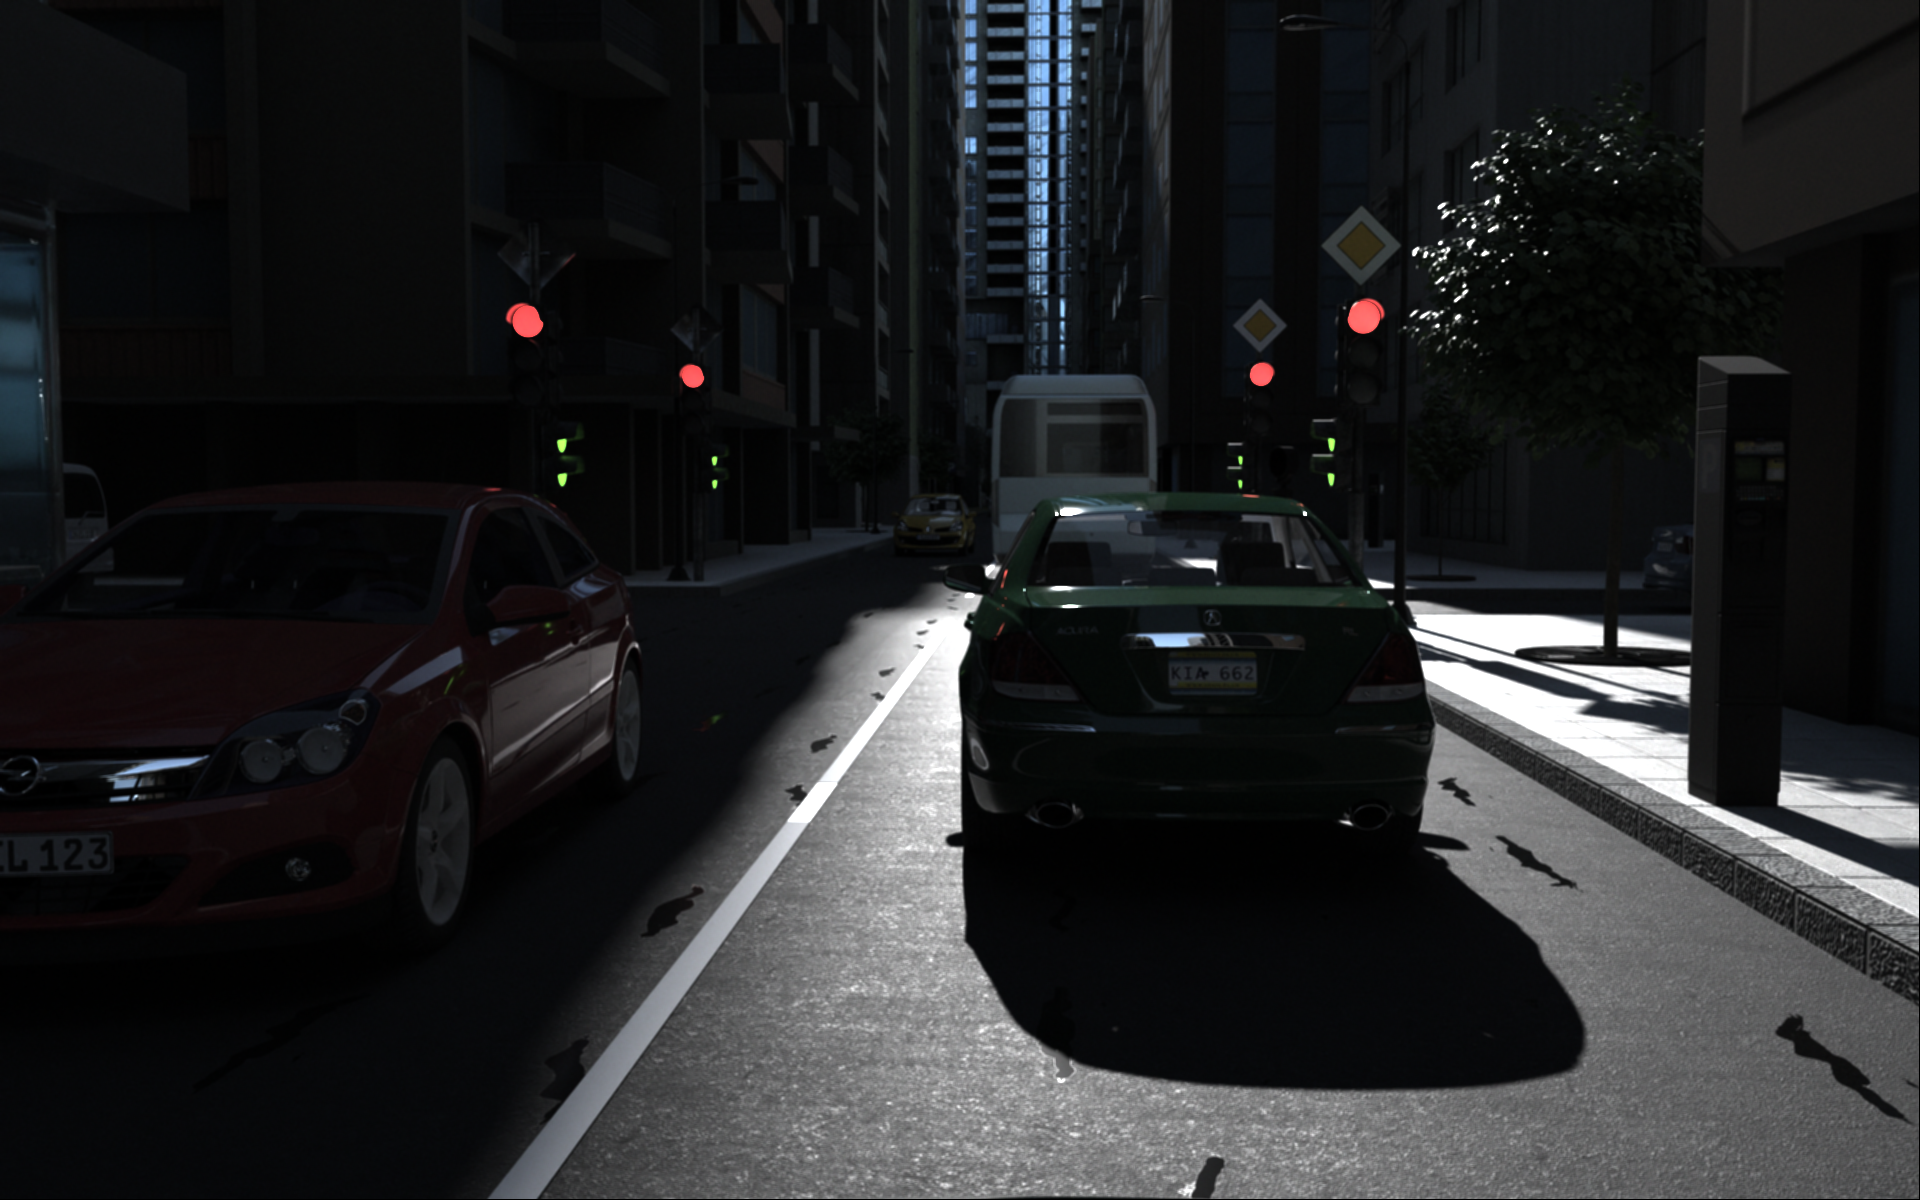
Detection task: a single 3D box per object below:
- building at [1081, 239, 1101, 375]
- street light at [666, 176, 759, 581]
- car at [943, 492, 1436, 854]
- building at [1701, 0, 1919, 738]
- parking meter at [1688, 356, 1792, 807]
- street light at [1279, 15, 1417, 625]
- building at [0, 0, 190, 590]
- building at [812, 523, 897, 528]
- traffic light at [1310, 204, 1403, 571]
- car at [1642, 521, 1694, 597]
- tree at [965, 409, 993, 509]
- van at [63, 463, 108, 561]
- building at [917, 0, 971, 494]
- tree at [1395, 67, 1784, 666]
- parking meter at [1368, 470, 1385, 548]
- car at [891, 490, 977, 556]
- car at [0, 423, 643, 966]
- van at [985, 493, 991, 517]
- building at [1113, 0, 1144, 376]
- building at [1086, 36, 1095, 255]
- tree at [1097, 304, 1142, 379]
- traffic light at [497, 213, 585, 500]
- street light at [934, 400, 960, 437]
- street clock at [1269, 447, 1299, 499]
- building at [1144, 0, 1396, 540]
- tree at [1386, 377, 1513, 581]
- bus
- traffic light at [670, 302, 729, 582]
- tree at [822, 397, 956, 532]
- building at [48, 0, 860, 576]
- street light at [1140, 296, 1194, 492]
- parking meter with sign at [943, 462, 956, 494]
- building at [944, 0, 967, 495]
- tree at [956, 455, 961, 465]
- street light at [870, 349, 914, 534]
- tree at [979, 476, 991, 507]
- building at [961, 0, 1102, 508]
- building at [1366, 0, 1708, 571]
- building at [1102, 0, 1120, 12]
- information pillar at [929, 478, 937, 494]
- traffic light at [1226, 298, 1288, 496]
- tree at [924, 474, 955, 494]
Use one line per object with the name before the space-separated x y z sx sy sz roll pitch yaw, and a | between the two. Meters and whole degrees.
building | 23.281 -17.523 131.533 27.650 21.520 28.899 0 4 3
street light | -3.632 -3.237 25.460 1.470 5.913 1.316 0 4 3
car | 0.956 0.211 8.346 2.131 1.459 4.920 0 4 2
building | 11.184 -21.536 2.228 14.600 45.320 14.200 0 4 3
parking meter | 3.235 -0.091 7.195 0.255 1.863 0.399 0 4 2
street light | 3.800 -2.717 16.967 1.470 5.913 1.316 0 4 3
building | -20.683 -23.521 4.174 30.456 49.044 23.786 0 4 3
building | -9.143 -23.515 68.059 14.154 41.232 14.086 0 4 3
traffic light | 3.878 -1.716 16.976 0.839 4.253 0.868 0 4 3
car | 10.747 -0.555 21.072 4.499 1.417 2.014 0 4 4
tree | 2.067 -12.286 151.235 4.360 8.622 3.978 0 3 0
van | -13.537 -0.977 22.983 4.112 2.044 2.013 0 4 5
building | -11.477 -30.351 115.851 23.786 49.044 30.456 0 4 3
tree | 5.114 -1.814 13.372 4.285 4.588 4.351 0 3 0
parking meter | 9.950 -2.183 41.402 0.255 1.863 0.399 3 4 37
car | -0.574 -1.889 41.102 2.015 1.641 3.980 0 4 4
car | -2.474 0.140 6.758 2.155 1.783 4.494 0 4 1
van | 2.636 -6.302 110.044 2.013 2.044 4.112 0 4 2
building | 18.898 -28.377 83.571 23.786 49.044 30.456 0 4 3
building | 19.209 -31.628 167.224 14.600 45.320 14.200 0 4 3
tree | 7.176 -7.084 66.184 4.360 8.622 3.978 0 3 0
traffic light | -4.223 -1.740 17.365 0.839 4.253 0.868 0 4 3
street light | -0.723 -6.902 85.390 1.470 5.913 1.316 0 4 3
street clock | 4.940 -1.339 26.460 0.358 2.002 0.471 -2 4 -25
building | 13.039 -24.682 53.668 14.600 45.320 14.200 0 4 3
tree | 7.128 -1.918 25.962 1.663 3.219 1.824 0 3 0
bus | 2.150 -2.354 33.350 2.948 3.499 13.247 0 4 3
traffic light | -3.823 -2.227 25.340 0.839 4.253 0.868 0 4 3
tree | -3.214 -4.593 58.817 4.285 4.588 4.351 0 3 0
building | -14.124 -23.493 38.742 22.147 44.769 28.867 0 4 3
street light | 4.918 -4.175 40.805 1.470 5.913 1.316 0 4 3
parking meter with sign | -0.724 -6.101 96.010 0.543 3.016 1.738 -1 4 -15
building | -6.788 -29.890 138.805 14.600 45.320 14.200 0 4 3
tree | -1.676 -5.978 81.450 4.285 4.588 4.351 0 3 0
street light | -2.183 -5.078 55.563 1.470 5.913 1.316 0 4 3
tree | 3.218 -10.950 173.638 1.663 3.219 1.824 0 3 0
building | 8.262 -53.825 192.715 31.000 86.520 22.319 0 4 3
building | 15.643 -21.227 30.648 14.086 41.232 14.154 0 4 3
building | 15.915 -26.063 109.719 14.154 41.232 14.086 0 4 3
information pillar | -1.227 -4.519 78.385 0.304 2.012 0.304 1 4 11
traffic light | 4.278 -2.204 24.951 0.839 4.253 0.868 0 4 3
tree | -1.113 -5.839 90.072 1.663 3.219 1.824 0 3 0
